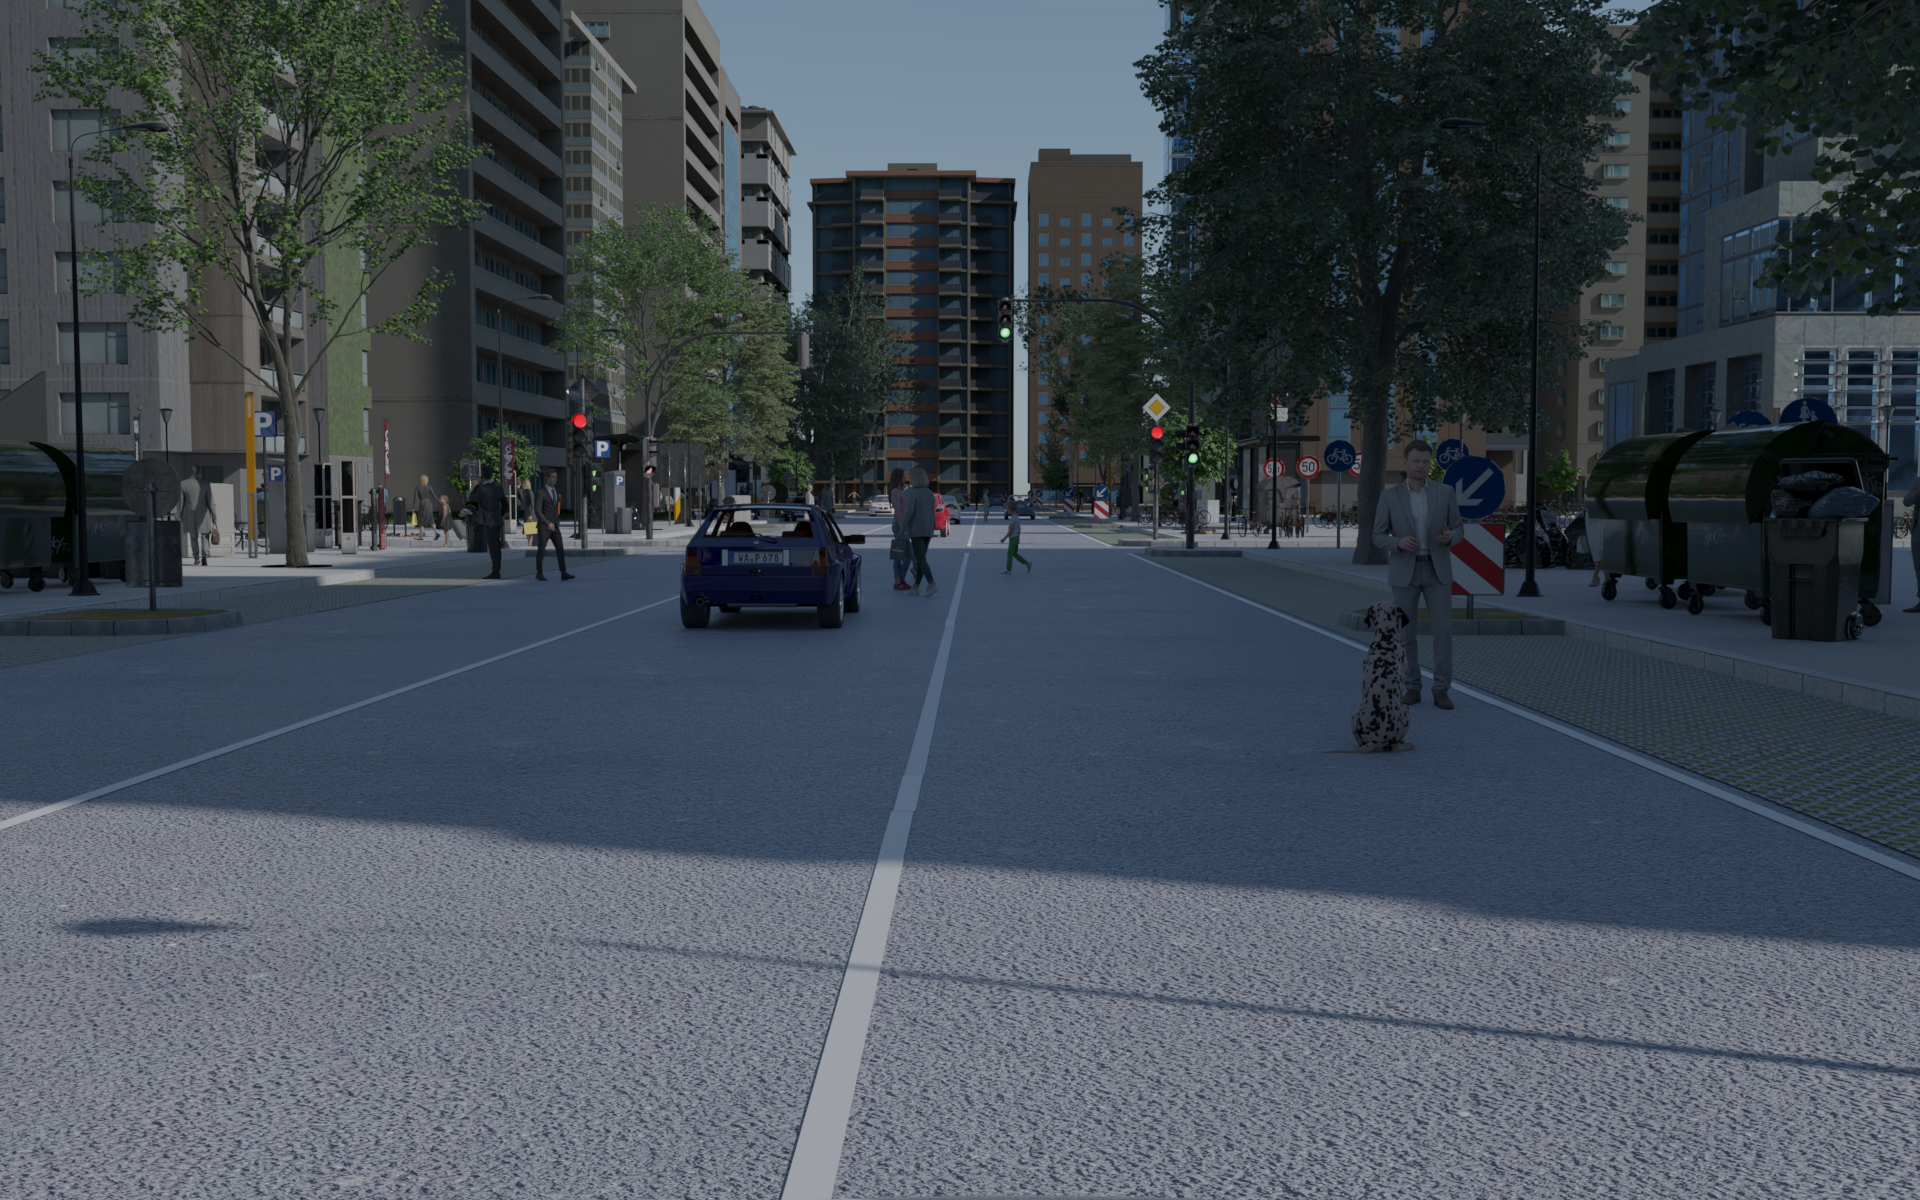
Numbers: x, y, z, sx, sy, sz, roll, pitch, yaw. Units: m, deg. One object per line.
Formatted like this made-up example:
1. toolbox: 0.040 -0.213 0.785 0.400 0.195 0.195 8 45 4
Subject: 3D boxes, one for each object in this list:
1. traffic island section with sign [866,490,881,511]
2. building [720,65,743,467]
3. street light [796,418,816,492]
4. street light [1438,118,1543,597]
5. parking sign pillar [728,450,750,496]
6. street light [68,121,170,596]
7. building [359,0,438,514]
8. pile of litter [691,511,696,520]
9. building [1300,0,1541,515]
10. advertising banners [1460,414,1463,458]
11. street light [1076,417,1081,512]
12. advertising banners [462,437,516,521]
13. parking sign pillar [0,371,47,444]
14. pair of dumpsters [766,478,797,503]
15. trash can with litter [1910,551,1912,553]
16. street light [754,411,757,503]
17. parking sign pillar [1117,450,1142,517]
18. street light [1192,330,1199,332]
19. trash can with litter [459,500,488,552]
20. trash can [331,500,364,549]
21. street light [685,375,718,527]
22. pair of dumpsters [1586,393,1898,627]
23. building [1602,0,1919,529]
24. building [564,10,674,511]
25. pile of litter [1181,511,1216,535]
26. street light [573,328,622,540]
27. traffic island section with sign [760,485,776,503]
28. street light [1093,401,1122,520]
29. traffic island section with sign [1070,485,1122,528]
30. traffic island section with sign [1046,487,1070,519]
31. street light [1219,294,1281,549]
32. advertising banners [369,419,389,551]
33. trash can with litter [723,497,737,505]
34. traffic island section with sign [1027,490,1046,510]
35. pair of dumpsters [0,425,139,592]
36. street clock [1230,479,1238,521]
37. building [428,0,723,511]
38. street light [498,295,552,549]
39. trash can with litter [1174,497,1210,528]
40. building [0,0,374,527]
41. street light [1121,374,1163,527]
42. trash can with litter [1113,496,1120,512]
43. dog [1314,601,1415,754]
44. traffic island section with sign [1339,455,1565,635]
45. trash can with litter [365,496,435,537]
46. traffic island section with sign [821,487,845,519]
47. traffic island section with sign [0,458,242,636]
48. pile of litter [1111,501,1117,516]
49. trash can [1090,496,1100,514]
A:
1. traffic island section with sign: -7.128 -8.678 150.515 1.989 1.847 2.006 0 4 1
2. building: -30.486 -32.305 178.295 14.200 45.320 14.600 0 4 1
3. street light: -9.478 -8.167 106.072 1.470 5.913 1.316 0 4 1
4. street light: 6.604 -2.998 21.556 1.470 5.913 1.316 0 4 1
5. parking sign pillar: -13.339 -7.087 104.349 1.447 3.967 1.447 1 4 12
6. street light: -10.547 -3.009 21.737 1.470 5.913 1.316 0 4 1
7. building: -35.642 -29.053 98.722 21.300 48.544 21.600 0 4 1
8. pile of litter: -13.895 -4.437 86.505 1.719 0.858 1.176 -2 4 -33
9. building: 27.685 -28.152 110.390 14.600 45.320 14.200 0 4 1
10. advertising banners: 10.839 -2.524 37.452 0.090 3.025 2.074 1 4 16
11. street light: 7.679 -8.087 104.763 1.470 5.913 1.316 0 4 1
12. advertising banners: -14.574 -3.515 53.651 2.074 3.025 0.090 2 4 25
13. parking sign pillar: -20.507 -3.003 37.569 1.447 3.967 1.447 2 4 28
14. pair of dumpsters: -10.619 -6.101 102.241 1.574 2.255 4.437 0 4 1
15. trash can with litter: 20.376 -1.503 35.959 1.055 1.170 0.624 -1 4 -11
16. street light: -9.688 -6.973 86.554 1.470 5.913 1.316 0 4 1
17. parking sign pillar: 9.526 -6.654 97.262 1.447 3.967 1.447 2 4 35
18. street light: 6.938 -4.648 48.529 1.470 5.913 1.316 0 4 1
19. trash can with litter: -10.683 -1.639 38.183 0.624 1.170 1.055 -1 4 -12
20. trash can: -14.391 -1.778 40.724 0.748 1.137 0.748 0 3 0
21. street light: -10.015 -5.810 67.531 1.470 5.913 1.316 0 4 1
22. pair of dumpsters: 8.313 -0.995 18.756 1.574 2.255 4.437 0 4 1
23. building: 45.127 -46.404 71.380 31.000 86.520 22.319 0 4 1
24. building: -39.802 -27.145 135.698 32.217 40.220 23.993 0 4 1
25. pile of litter: 7.670 -2.556 55.758 1.176 0.858 1.719 1 4 14
26. street light: -10.151 -4.649 48.552 1.470 5.913 1.316 0 4 1
27. traffic island section with sign: -8.112 -3.957 73.320 1.989 1.847 2.006 0 4 1
28. street light: 7.472 -6.941 86.018 1.470 5.913 1.316 0 4 1
29. traffic island section with sign: 5.814 -3.950 73.210 1.989 1.847 2.006 0 4 1
30. traffic island section with sign: 6.153 -5.599 100.163 1.989 1.847 2.006 0 4 1
31. street light: 6.795 -4.144 40.301 1.470 5.913 1.316 0 4 1
32. advertising banners: -13.276 -2.660 39.677 0.090 3.025 2.074 0 4 -6
33. trash can with litter: -10.154 -3.966 76.228 0.624 1.170 1.055 0 4 1
34. traffic island section with sign: 6.787 -8.731 151.377 1.989 1.847 2.006 0 4 1
35. pair of dumpsters: -12.510 -1.256 23.027 1.574 2.255 4.437 0 4 1
36. street clock: 12.846 -4.692 81.279 0.358 2.002 0.471 2 4 33
37. building: -33.962 -32.687 158.126 21.300 48.544 21.600 0 4 1
38. street light: -10.195 -4.155 40.481 1.470 5.913 1.316 0 4 1
39. trash can with litter: 8.955 -3.340 65.663 1.678 1.210 2.233 0 4 7
40. building: -32.947 -23.537 68.428 14.154 41.232 14.086 0 4 1
41. street light: 7.171 -5.794 67.274 1.470 5.913 1.316 0 4 1
42. trash can with litter: 10.976 -6.862 123.254 2.233 1.210 1.678 0 4 6
43. dog: 2.279 0.433 9.750 0.800 0.831 0.513 -2 4 -31
44. traffic island section with sign: 5.127 -0.598 18.403 1.989 1.847 2.006 0 4 1
45. trash can with litter: -16.631 -2.503 51.981 2.233 1.210 1.678 2 4 31
46. traffic island section with sign: -7.754 -5.680 101.499 1.989 1.847 2.006 0 4 1
47. traffic island section with sign: -8.797 -0.593 18.319 1.989 1.847 2.006 0 4 1
48. pile of litter: 8.768 -5.456 103.170 1.176 0.858 1.719 0 4 -7
49. trash can: 8.577 -5.966 109.205 0.748 1.137 0.748 0 3 0
